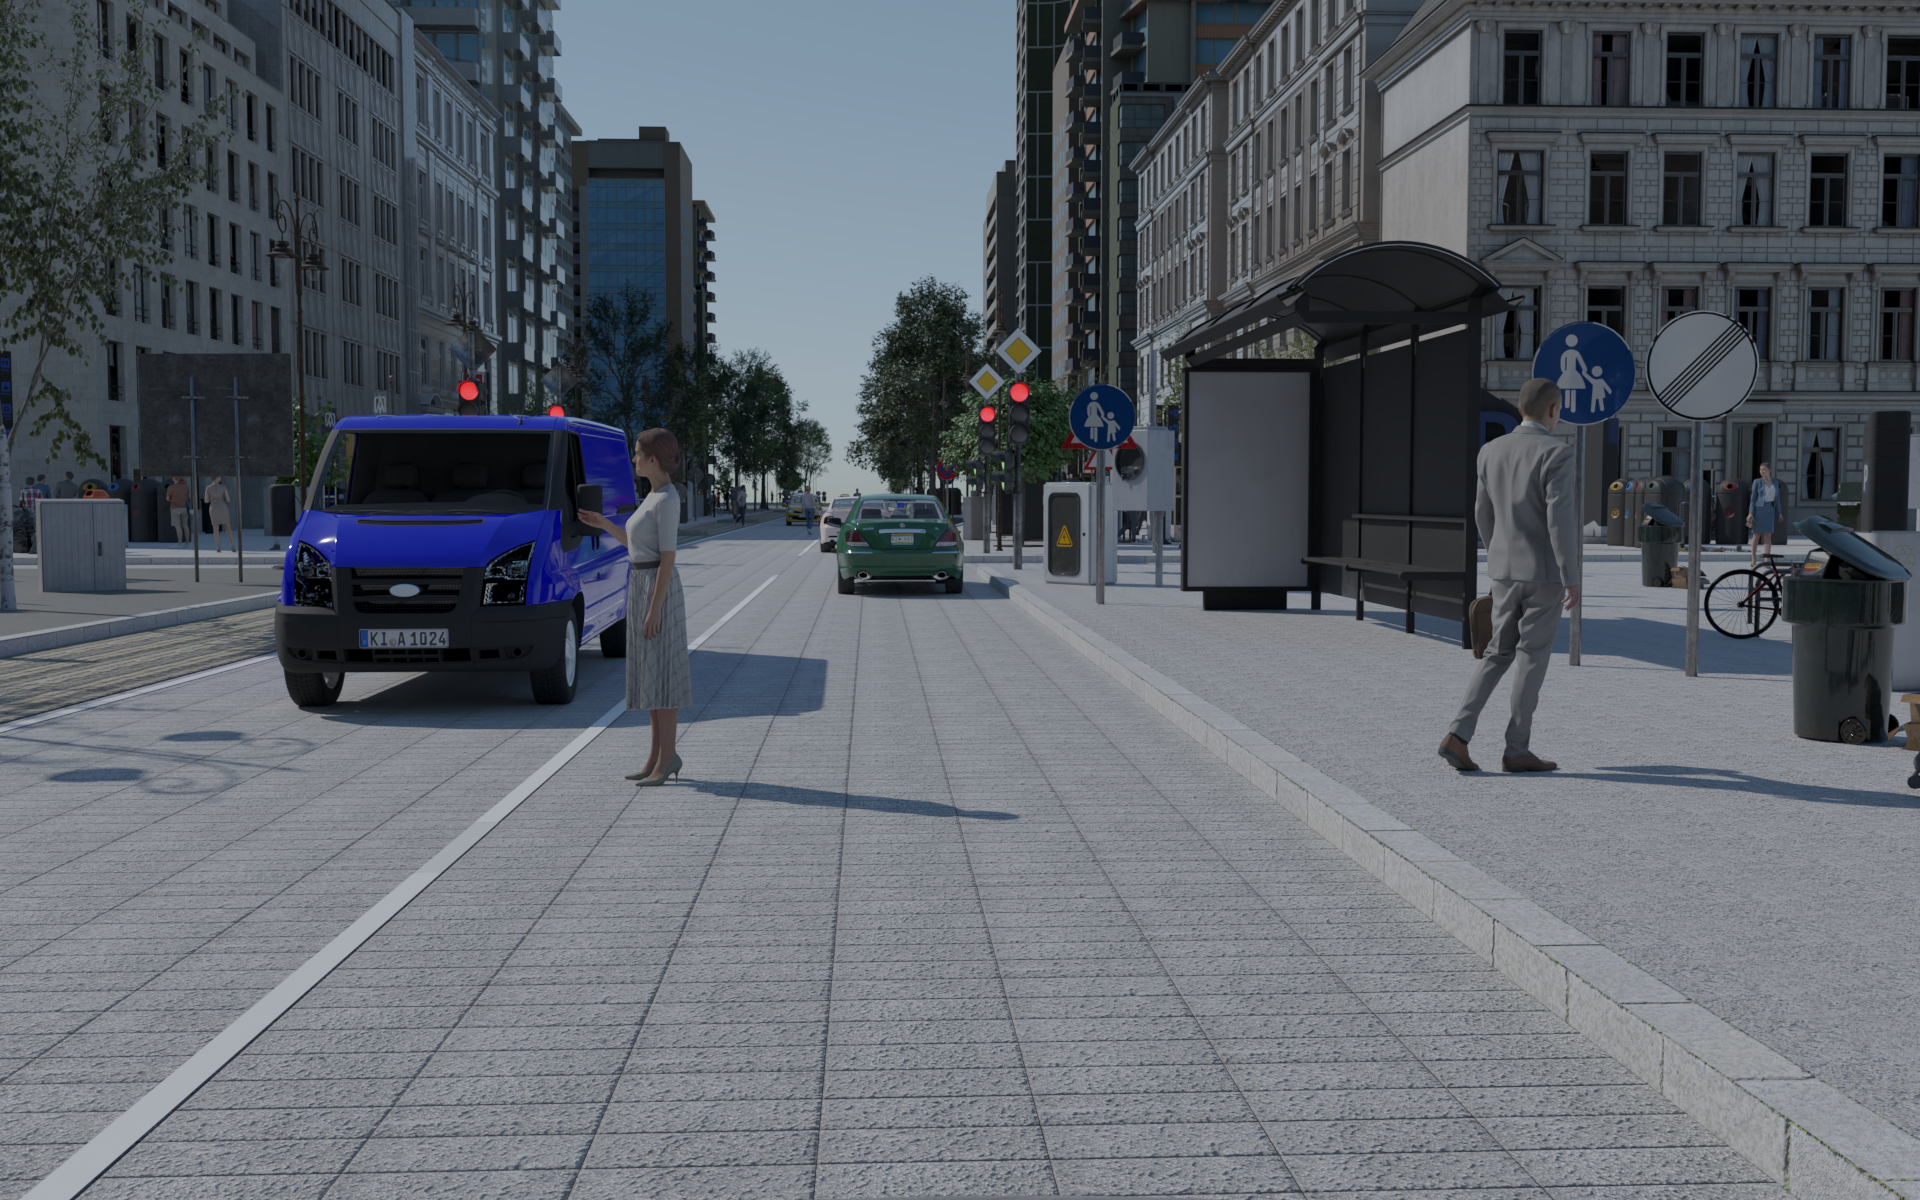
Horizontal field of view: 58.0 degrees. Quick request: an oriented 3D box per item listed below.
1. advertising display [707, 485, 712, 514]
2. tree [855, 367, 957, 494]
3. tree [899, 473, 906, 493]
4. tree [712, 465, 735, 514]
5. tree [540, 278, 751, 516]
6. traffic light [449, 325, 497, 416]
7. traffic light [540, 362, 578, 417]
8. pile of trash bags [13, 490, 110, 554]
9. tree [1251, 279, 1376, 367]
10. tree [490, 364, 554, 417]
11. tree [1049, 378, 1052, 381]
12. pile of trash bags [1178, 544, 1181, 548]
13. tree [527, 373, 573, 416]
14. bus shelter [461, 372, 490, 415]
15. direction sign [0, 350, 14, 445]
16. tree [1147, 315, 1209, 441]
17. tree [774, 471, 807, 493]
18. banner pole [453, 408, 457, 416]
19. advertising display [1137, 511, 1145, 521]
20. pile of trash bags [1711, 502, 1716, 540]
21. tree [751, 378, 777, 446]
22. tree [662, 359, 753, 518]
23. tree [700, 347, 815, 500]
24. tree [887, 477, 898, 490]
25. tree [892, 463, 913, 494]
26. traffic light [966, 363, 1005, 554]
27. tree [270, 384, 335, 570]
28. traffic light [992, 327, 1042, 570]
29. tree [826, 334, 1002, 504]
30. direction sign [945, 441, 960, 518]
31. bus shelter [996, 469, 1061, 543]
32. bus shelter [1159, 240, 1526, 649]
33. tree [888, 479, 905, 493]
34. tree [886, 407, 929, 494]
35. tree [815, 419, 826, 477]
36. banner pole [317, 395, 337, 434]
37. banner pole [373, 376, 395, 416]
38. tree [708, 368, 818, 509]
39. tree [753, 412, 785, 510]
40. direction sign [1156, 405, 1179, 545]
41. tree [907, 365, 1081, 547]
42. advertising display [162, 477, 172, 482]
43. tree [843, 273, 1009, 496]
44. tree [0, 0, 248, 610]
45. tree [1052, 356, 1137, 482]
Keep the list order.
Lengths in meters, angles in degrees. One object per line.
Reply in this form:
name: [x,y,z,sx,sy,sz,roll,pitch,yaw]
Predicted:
advertising display: [-16.143,-6.465,110.912,0.123,1.923,0.974,1,4,14]
tree: [-3.254,-14.099,137.167,9.857,13.997,8.962,0,3,0]
tree: [1.067,-4.503,57.337,4.285,4.588,4.351,0,3,0]
tree: [-15.701,-7.325,114.365,1.663,3.219,1.824,0,3,0]
tree: [-13.722,-8.553,74.249,8.767,10.594,7.601,-1,4,-10]
traffic light: [-8.085,-2.443,28.856,0.839,4.253,0.868,0,4,-3]
traffic light: [-8.491,-2.930,36.831,0.839,4.253,0.868,0,4,-3]
pile of trash bags: [-19.321,-1.702,37.573,3.447,1.369,1.912,3,5,39]
tree: [11.791,-6.560,57.623,4.737,8.622,4.395,0,3,0]
tree: [-24.360,-9.004,97.577,4.737,8.622,4.395,0,3,0]
tree: [6.521,-9.386,103.819,4.360,8.622,3.978,0,3,0]
pile of trash bags: [6.448,-1.840,39.836,1.912,1.369,3.447,-1,4,-17]
tree: [-24.401,-9.425,104.456,4.360,8.622,3.978,0,3,0]
bus shelter: [-15.447,-5.024,59.777,2.179,5.291,8.768,0,4,-3]
direction sign: [-15.245,-2.150,27.145,0.379,3.537,0.876,2,4,28]
tree: [9.576,-7.372,70.891,4.737,8.622,4.395,0,3,0]
tree: [-20.649,-14.103,214.298,4.285,4.588,4.351,0,3,0]
banner pole: [-14.847,-3.687,50.298,0.863,3.779,0.401,1,4,13]
advertising display: [8.618,-4.718,82.351,0.974,1.923,0.123,1,4,14]
pile of trash bags: [20.541,-2.338,47.971,1.912,1.369,3.447,2,4,24]
tree: [-14.609,-10.122,99.915,8.767,10.594,7.601,0,4,2]
tree: [-13.923,-8.618,91.273,4.737,8.622,4.395,0,3,0]
tree: [-15.628,-11.990,121.793,9.928,11.665,9.643,0,3,0]
tree: [-7.586,-14.319,217.822,4.285,4.588,4.351,0,3,0]
tree: [-4.539,-12.450,153.924,4.360,8.622,3.978,0,3,0]
traffic light: [0.558,-2.959,37.306,0.839,4.253,0.868,0,4,-3]
tree: [-11.279,-2.140,29.597,1.663,3.219,1.824,0,3,0]
traffic light: [0.964,-2.472,29.331,0.839,4.253,0.868,0,4,-3]
tree: [-1.188,-10.864,103.377,9.928,11.665,9.643,0,3,0]
direction sign: [-0.310,-4.875,71.702,0.379,3.537,0.876,3,5,41]
bus shelter: [1.714,-3.471,48.035,1.731,3.624,6.357,0,4,-3]
bus shelter: [3.366,-1.388,16.624,2.014,3.302,5.546,0,4,-3]
tree: [-9.190,-16.210,259.627,1.663,3.219,1.824,0,3,0]
tree: [-3.253,-10.652,124.519,4.737,8.622,4.395,0,3,0]
tree: [-20.937,-18.933,235.314,9.928,11.665,9.643,0,3,0]
banner pole: [-16.056,-3.298,43.940,0.401,3.779,0.863,1,4,20]
banner pole: [-12.186,-2.862,36.805,0.863,3.779,0.401,2,4,32]
tree: [-17.197,-14.330,151.303,9.611,12.733,9.660,0,3,0]
tree: [-16.253,-11.564,139.435,4.737,8.622,4.395,0,3,0]
direction sign: [5.208,-3.185,44.069,0.876,3.537,0.379,-2,4,-32]
tree: [1.442,-3.576,42.179,4.285,4.588,4.351,0,3,0]
advertising display: [-23.172,-2.782,50.697,0.123,1.923,0.974,-2,4,-35]
tree: [-1.341,-10.587,90.105,9.611,12.733,9.660,0,3,0]
tree: [-10.333,-4.199,19.017,4.360,8.622,3.978,0,3,0]
tree: [7.201,-8.649,91.780,4.360,8.622,3.978,0,3,0]
